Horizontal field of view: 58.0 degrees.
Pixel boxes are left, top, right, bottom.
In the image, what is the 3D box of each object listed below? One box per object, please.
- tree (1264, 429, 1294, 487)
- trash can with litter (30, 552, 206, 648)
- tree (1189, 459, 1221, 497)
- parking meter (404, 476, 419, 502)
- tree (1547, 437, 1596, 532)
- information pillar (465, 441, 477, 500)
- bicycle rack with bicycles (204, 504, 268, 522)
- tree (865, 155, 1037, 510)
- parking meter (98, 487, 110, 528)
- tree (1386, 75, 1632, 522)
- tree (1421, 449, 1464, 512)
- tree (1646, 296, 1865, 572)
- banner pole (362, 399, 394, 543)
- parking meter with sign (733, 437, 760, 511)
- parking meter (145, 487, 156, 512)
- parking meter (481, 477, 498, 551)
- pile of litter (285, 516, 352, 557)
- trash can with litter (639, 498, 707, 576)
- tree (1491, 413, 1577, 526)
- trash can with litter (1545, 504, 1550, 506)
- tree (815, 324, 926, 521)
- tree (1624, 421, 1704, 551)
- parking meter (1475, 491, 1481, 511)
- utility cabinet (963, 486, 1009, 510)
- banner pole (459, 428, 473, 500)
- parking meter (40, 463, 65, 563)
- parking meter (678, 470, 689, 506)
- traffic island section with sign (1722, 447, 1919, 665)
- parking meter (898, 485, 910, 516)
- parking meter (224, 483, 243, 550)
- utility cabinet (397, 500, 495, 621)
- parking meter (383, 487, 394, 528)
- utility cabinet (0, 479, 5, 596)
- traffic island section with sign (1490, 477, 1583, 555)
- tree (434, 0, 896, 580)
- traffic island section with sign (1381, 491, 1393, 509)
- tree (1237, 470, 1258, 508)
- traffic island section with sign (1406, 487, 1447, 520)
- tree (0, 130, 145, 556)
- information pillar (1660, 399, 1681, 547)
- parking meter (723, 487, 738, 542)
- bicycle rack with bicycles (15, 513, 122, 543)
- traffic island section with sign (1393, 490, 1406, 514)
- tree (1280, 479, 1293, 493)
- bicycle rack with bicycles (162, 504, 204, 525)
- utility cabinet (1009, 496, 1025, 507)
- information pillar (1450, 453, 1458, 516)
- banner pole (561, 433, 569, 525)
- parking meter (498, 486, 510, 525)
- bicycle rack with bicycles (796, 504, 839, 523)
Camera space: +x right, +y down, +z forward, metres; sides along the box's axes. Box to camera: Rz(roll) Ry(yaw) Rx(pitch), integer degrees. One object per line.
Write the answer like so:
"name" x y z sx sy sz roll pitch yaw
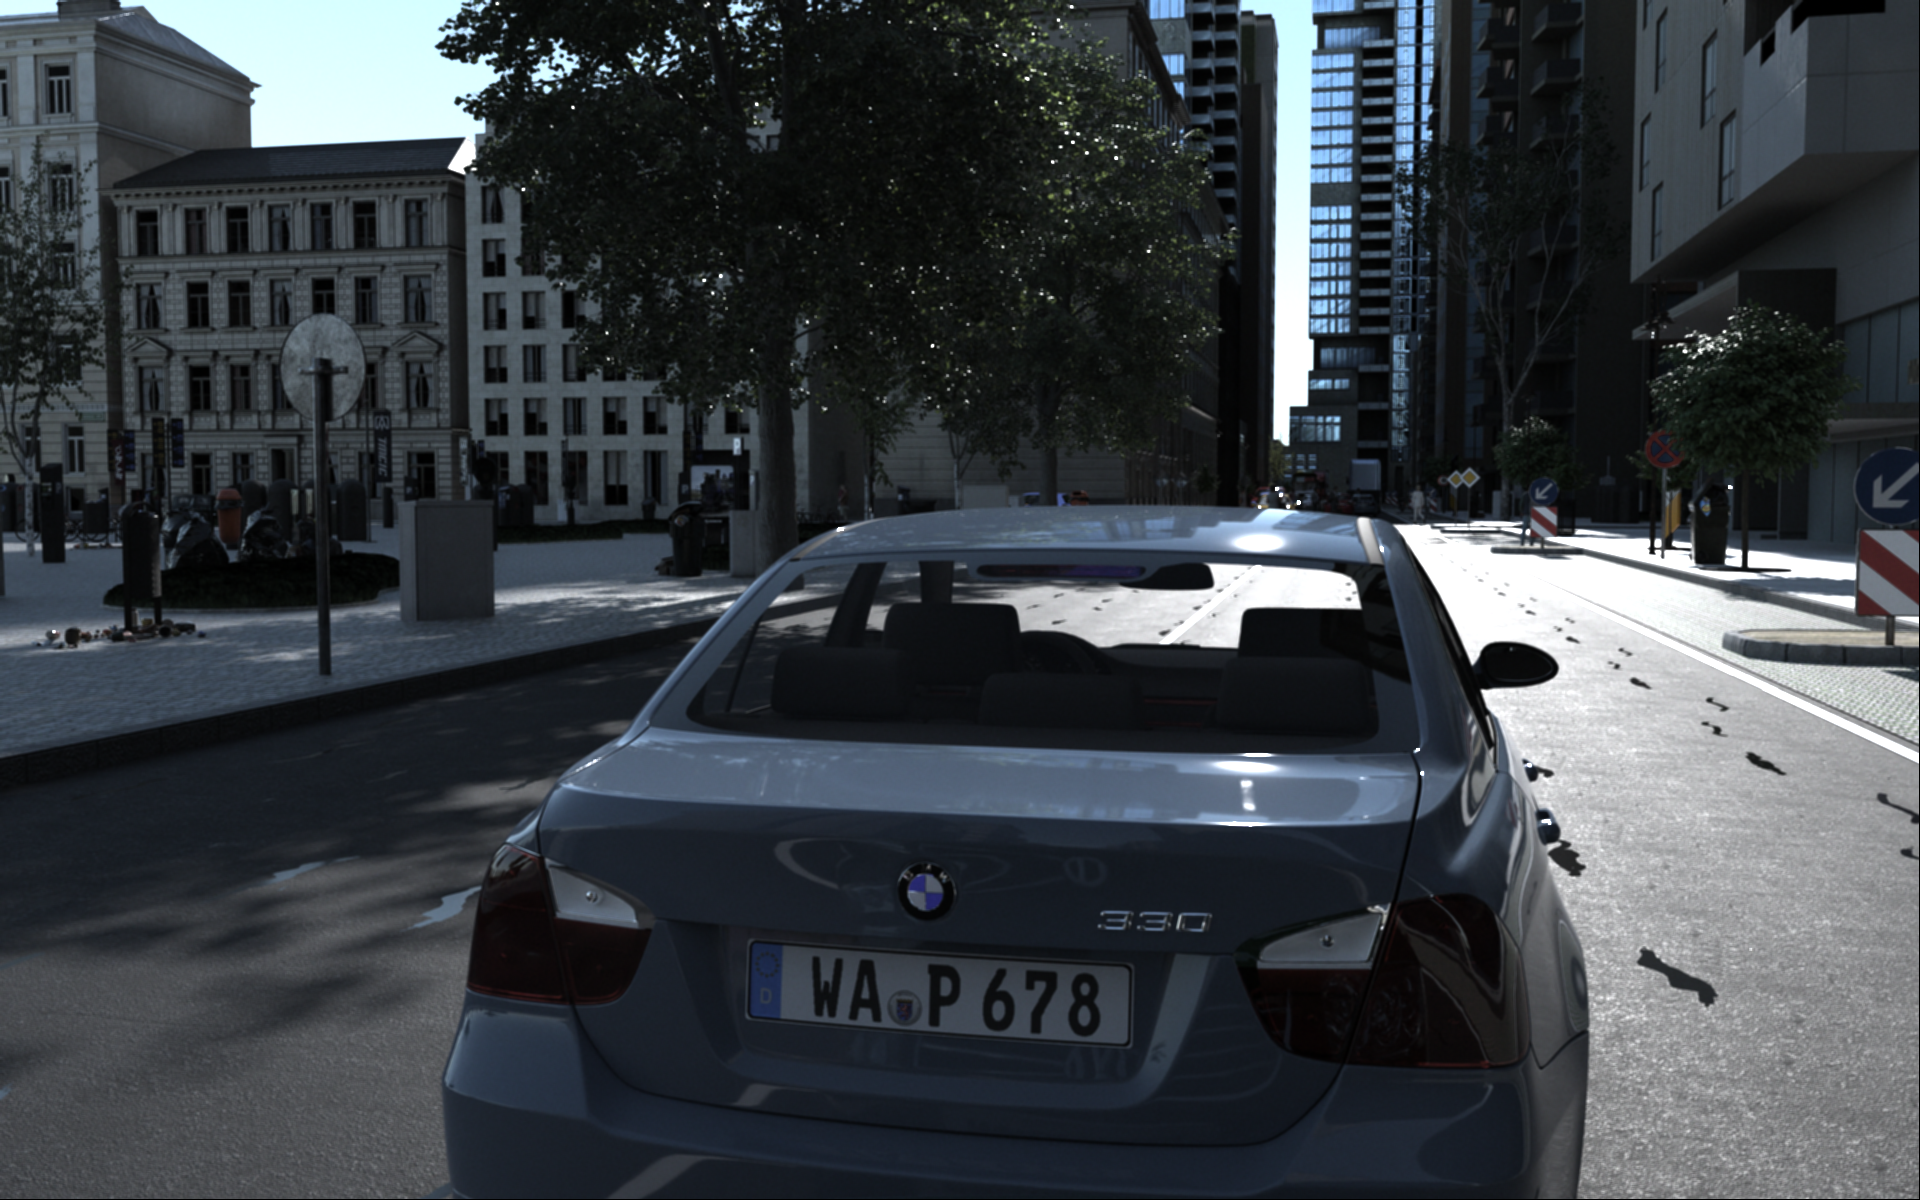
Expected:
"tree" 35.992 -15.096 197.175 4.360 8.622 3.978 0 3 0
"trash can with litter" -7.601 -0.267 15.425 1.678 1.210 2.233 0 4 4
"tree" 13.448 -6.123 94.720 1.663 3.219 1.824 0 3 0
"parking meter" -17.489 -3.030 55.258 0.399 1.863 0.255 1 4 13
"tree" 20.246 -3.891 58.222 1.663 3.219 1.824 0 3 0
"information pillar" -20.290 -4.920 71.796 0.504 3.616 0.183 -1 4 -11
"bicycle rack with bicycles" -23.664 -2.775 58.752 2.925 0.926 2.852 -3 4 -36
"tree" -0.069 -5.342 37.708 4.360 8.622 3.978 0 3 0
"parking meter" -32.421 -3.496 65.574 0.372 1.533 0.369 0 3 0
"tree" 26.319 -13.659 79.221 12.611 20.169 13.585 0 3 0
"tree" 35.253 -8.721 126.304 4.285 4.588 4.351 0 3 0
"tree" 13.242 -2.764 28.910 4.285 4.588 4.351 0 3 0
"banner pole" -15.452 -3.418 45.901 0.863 3.779 0.401 0 4 -4
"parking meter with sign" -6.133 -3.517 53.763 1.738 3.016 0.543 -2 4 -35
"parking meter" -30.574 -3.488 65.433 0.372 1.533 0.369 0 3 0
"parking meter" -10.588 -2.033 38.948 0.255 1.863 0.399 0 4 5
"pile of litter" -12.718 -1.228 34.038 1.719 0.858 1.176 0 4 5
"trash can with litter" -4.452 -0.969 27.223 0.624 1.170 1.055 -3 5 -43
"tree" 23.280 -5.290 70.204 4.285 4.588 4.351 0 3 0
"trash can with litter" 18.784 -2.727 55.975 0.624 1.170 1.055 1 4 13
"tree" -3.318 -7.059 65.774 4.737 8.622 4.395 0 3 0
"tree" 16.367 -2.753 39.613 1.663 3.219 1.824 0 3 0
"parking meter" 38.816 -7.425 129.808 0.372 1.533 0.369 0 3 0
"utility cabinet" 0.675 -2.235 45.223 1.173 1.500 0.318 1 4 15
"banner pole" -18.753 -4.641 65.896 0.863 3.779 0.401 2 4 33
"parking meter" -16.949 -1.629 32.342 0.255 1.863 0.399 0 4 2
"parking meter" -6.330 -2.113 40.254 0.399 1.863 0.255 1 4 21
"traffic island section with sign" 7.939 -0.412 15.357 1.989 1.847 2.006 1 4 13
"parking meter" -1.646 -2.595 50.832 0.372 1.533 0.369 0 3 0
"parking meter" -16.737 -1.927 39.913 0.372 1.533 0.369 0 3 0
"utility cabinet" -5.310 -0.414 17.923 0.306 1.237 1.020 2 4 33
"parking meter" -21.663 -3.498 65.599 0.372 1.533 0.369 0 3 0
"utility cabinet" -12.082 -0.747 20.896 0.318 1.500 1.173 1 4 10
"traffic island section with sign" 13.839 -2.020 41.661 1.989 1.847 2.006 1 4 13
"tree" -2.348 -7.104 22.812 9.857 13.997 8.962 0 3 0
"traffic island section with sign" 48.747 -11.568 197.769 1.989 1.847 2.006 1 4 13
"tree" 22.893 -8.743 137.554 1.663 3.219 1.824 0 3 0
"traffic island section with sign" 26.128 -5.383 96.646 1.989 1.847 2.006 1 4 13
"tree" -19.223 -5.223 35.766 4.360 8.622 3.978 0 3 0
"information pillar" 16.842 -3.032 40.920 0.183 3.616 0.504 -1 4 -18
"parking meter" -5.431 -1.994 41.015 0.372 1.533 0.369 0 3 0
"bicycle rack with bicycles" -23.803 -2.033 46.615 2.925 0.926 2.852 -1 4 -21
"traffic island section with sign" 32.015 -6.992 122.952 1.989 1.847 2.006 1 4 13
"tree" 41.631 -13.818 220.528 1.663 3.219 1.824 0 3 0
"bicycle rack with bicycles" -27.470 -2.909 60.952 2.852 0.926 2.925 -1 4 -16
"utility cabinet" 2.067 -3.315 65.359 0.306 1.237 1.020 -2 4 -29
"information pillar" 28.290 -6.592 99.136 0.504 3.616 0.183 -2 4 -25
"banner pole" -16.201 -4.959 71.101 0.401 3.779 0.863 1 4 8
"parking meter" -14.888 -2.947 56.596 0.372 1.533 0.369 0 3 0
"bicycle rack with bicycles" -6.021 -2.944 61.521 2.852 0.926 2.925 -3 4 -38
